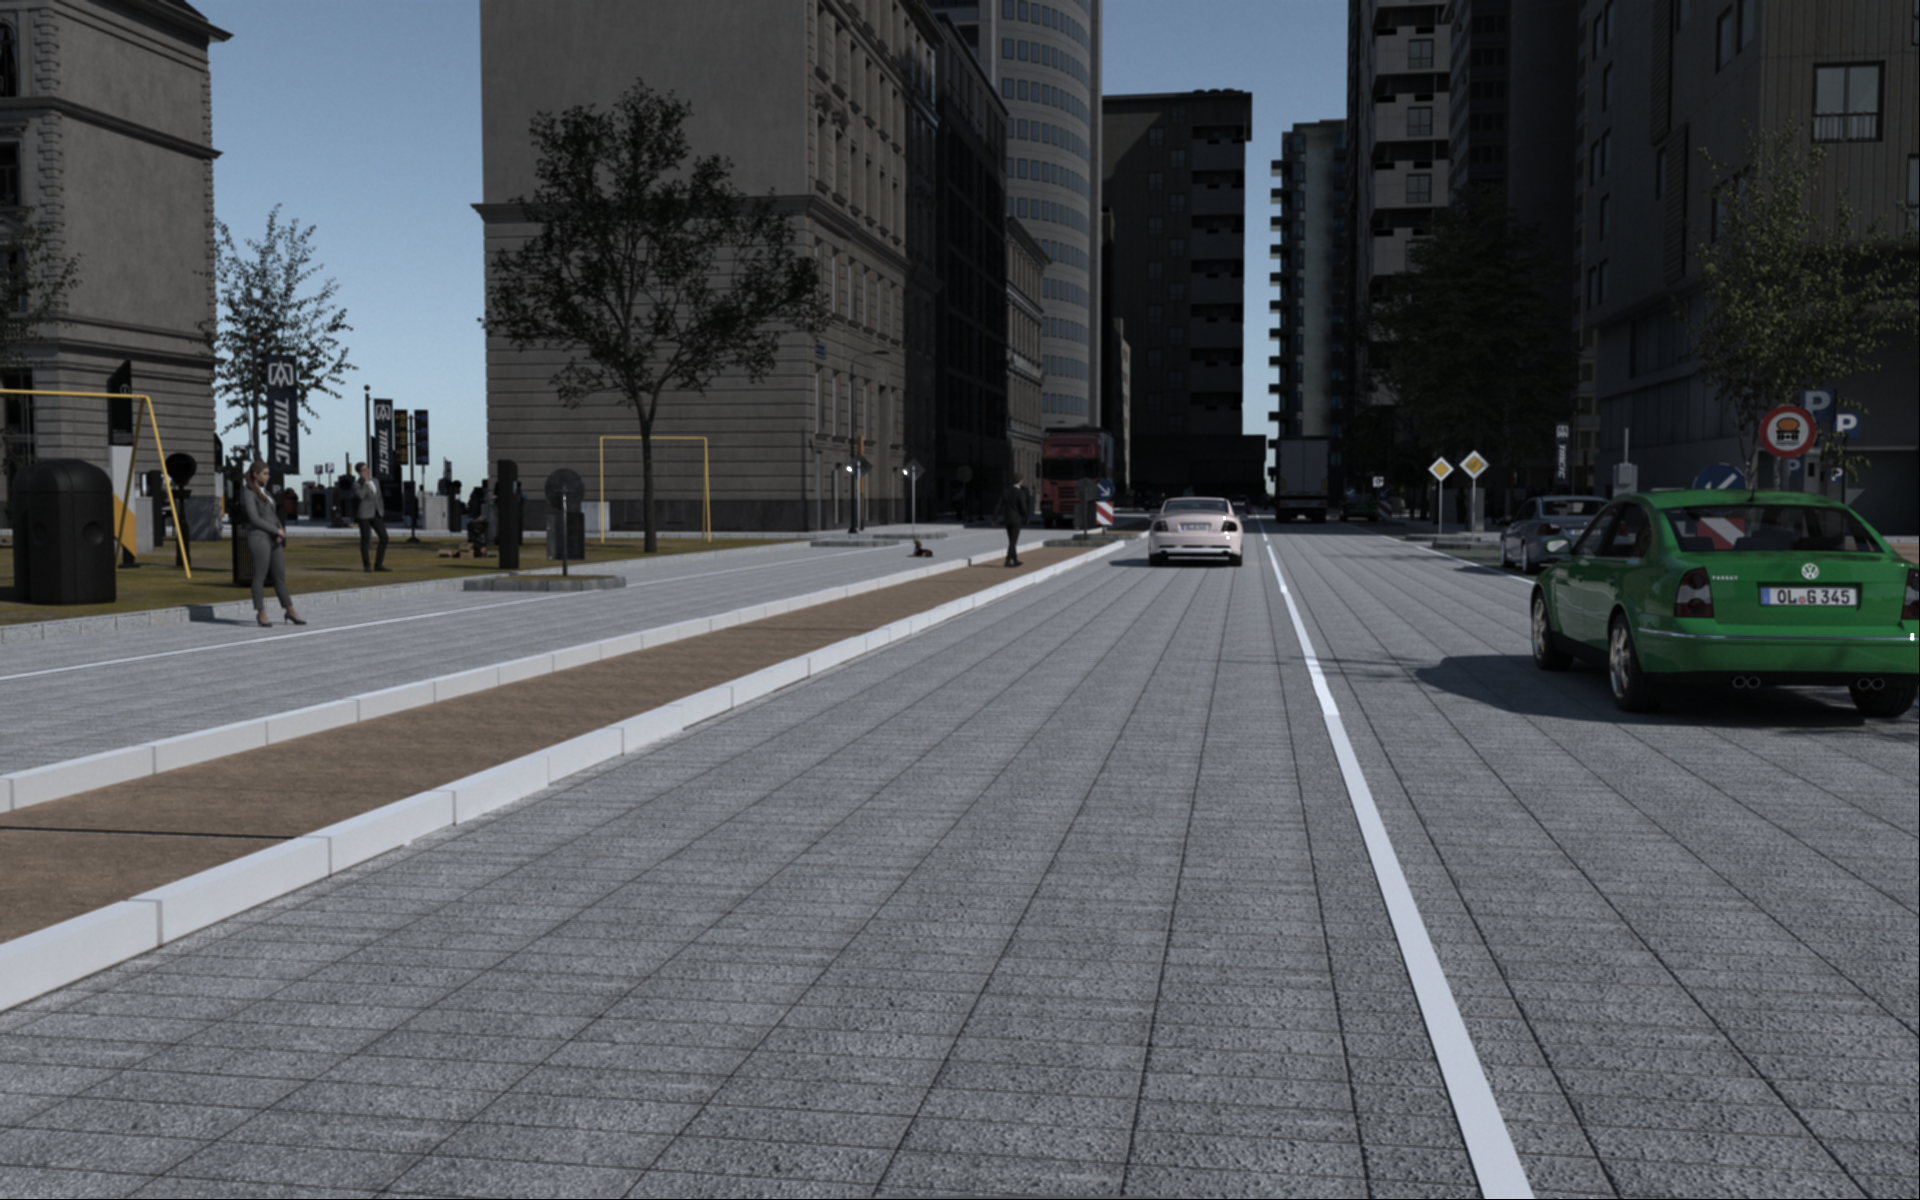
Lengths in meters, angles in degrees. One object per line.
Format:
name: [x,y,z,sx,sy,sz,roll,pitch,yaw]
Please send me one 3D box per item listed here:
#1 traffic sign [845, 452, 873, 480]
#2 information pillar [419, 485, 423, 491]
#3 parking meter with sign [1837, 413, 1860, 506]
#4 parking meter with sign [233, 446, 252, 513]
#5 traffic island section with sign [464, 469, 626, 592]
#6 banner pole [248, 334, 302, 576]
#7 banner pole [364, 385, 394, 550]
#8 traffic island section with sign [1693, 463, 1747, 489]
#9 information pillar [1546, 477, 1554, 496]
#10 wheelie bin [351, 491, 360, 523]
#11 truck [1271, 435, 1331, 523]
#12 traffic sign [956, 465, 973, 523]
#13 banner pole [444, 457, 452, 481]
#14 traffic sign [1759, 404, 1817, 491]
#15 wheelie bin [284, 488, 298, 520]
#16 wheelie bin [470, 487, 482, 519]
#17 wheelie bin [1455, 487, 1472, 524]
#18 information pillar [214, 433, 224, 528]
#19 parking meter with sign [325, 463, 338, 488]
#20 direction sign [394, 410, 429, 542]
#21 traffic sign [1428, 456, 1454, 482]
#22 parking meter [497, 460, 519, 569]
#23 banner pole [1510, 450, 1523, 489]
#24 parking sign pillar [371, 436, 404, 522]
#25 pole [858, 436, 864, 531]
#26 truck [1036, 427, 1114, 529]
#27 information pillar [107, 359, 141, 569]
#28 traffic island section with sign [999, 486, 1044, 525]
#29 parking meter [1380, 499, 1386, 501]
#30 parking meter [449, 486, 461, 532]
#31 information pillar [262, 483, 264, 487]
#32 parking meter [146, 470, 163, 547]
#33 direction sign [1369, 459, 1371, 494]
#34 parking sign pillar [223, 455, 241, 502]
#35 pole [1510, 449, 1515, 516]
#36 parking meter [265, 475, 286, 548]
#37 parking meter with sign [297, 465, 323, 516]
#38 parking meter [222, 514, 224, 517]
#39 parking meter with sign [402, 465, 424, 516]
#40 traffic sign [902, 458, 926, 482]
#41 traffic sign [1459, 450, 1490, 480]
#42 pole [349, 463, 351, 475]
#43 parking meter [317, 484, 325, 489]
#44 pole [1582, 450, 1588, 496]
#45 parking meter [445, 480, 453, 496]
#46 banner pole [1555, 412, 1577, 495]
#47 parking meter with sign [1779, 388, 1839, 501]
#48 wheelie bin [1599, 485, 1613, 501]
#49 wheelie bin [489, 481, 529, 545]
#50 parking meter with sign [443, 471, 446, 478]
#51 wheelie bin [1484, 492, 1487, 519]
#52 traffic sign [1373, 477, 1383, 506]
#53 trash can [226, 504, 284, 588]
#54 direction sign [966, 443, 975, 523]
traffic sign: [-2.836,-2.819,48.285,0.795,2.593,0.064,1,4,9]
information pillar: [-41.949,-7.981,134.987,0.304,2.012,0.304,0,4,-6]
parking meter with sign: [19.199,-2.556,38.052,0.543,3.016,1.738,1,4,13]
parking meter with sign: [-25.892,-4.091,63.147,0.543,3.016,1.738,0,4,-5]
traffic island section with sign: [-6.198,-1.084,26.344,1.989,1.847,2.006,1,4,9]
banner pole: [-10.850,-2.282,27.331,0.863,3.779,0.401,-2,4,-31]
banner pole: [-13.447,-3.058,40.018,0.401,3.779,0.863,3,5,43]
traffic island section with sign: [9.799,-0.884,23.073,1.989,1.847,2.006,1,4,9]
information pillar: [25.598,-4.325,75.201,0.304,2.012,0.304,1,4,14]
wheelie bin: [-26.600,-4.214,76.810,0.693,1.594,0.980,0,4,-3]
truck: [17.354,-6.083,88.377,2.839,4.237,11.283,1,4,9]
traffic sign: [0.185,-4.691,76.805,0.768,2.556,0.104,1,4,19]
banner pole: [-34.741,-7.791,117.401,0.863,3.779,0.401,2,4,29]
traffic sign: [11.771,-1.504,24.702,0.768,2.556,0.104,1,4,14]
wheelie bin: [-33.312,-4.781,86.077,0.693,1.594,0.980,-3,5,-41]
wheelie bin: [-21.441,-4.245,77.309,0.693,1.594,0.980,3,5,41]
wheelie bin: [21.832,-4.097,74.895,0.980,1.594,0.693,-1,4,-18]
information pillar: [-28.336,-4.579,66.227,0.183,3.616,0.504,0,4,5]
parking meter with sign: [-35.024,-6.225,98.035,1.738,3.016,0.543,2,4,24]
direction sign: [-14.740,-3.339,46.591,0.876,3.537,0.379,-1,4,-14]
traffic sign: [14.844,-3.133,53.421,0.795,2.593,0.064,1,4,9]
parking meter: [-7.727,-1.463,29.633,0.255,1.863,0.399,0,4,1]
banner pole: [31.948,-6.682,99.264,0.863,3.779,0.401,1,4,19]
parking sign pillar: [-26.351,-5.575,79.621,1.447,3.967,1.447,-2,4,-25]
pole: [-3.471,-4.080,60.550,0.158,3.312,0.155,0,3,0]
truck: [5.133,-5.269,75.065,2.839,4.237,11.283,0,4,8]
information pillar: [-14.434,-2.354,29.835,0.183,3.616,0.504,1,4,18]
traffic island section with sign: [2.932,-4.432,81.088,1.989,1.847,2.006,1,4,9]
parking meter: [29.334,-6.995,120.075,0.255,1.863,0.399,0,4,-6]
parking meter: [-16.905,-3.034,58.013,0.372,1.533,0.369,0,3,0]
information pillar: [-25.813,-3.669,64.485,0.304,2.012,0.304,1,4,8]
parking meter: [-19.689,-2.240,42.332,0.255,1.863,0.399,-3,5,-43]
direction sign: [26.283,-7.286,111.120,0.379,3.537,0.876,1,4,11]
parking sign pillar: [-53.075,-8.472,126.984,1.447,3.967,1.447,0,4,-6]
pole: [24.840,-5.141,77.906,0.158,3.312,0.155,0,3,0]
parking meter: [-16.361,-2.182,41.380,0.399,1.863,0.255,-2,4,-34]
parking meter with sign: [-39.108,-6.588,103.980,0.543,3.016,1.738,2,4,26]
parking meter: [-41.439,-5.581,96.965,0.399,1.863,0.255,3,5,41]
parking meter with sign: [-32.480,-6.470,102.050,1.738,3.016,0.543,-2,4,-26]
traffic sign: [-1.522,-3.301,56.162,0.795,2.593,0.064,1,4,9]
traffic sign: [13.530,-2.652,45.545,0.795,2.593,0.064,1,4,9]
pole: [-40.325,-7.380,114.510,0.158,3.312,0.155,0,3,0]
parking meter: [-37.446,-5.862,101.563,0.255,1.863,0.399,1,4,18]
pole: [28.885,-5.274,80.071,0.158,3.312,0.155,0,3,0]
parking meter: [-21.901,-4.195,74.299,0.255,1.863,0.399,-2,4,-35]
banner pole: [18.472,-3.838,52.761,0.863,3.779,0.401,-1,4,-14]
parking meter with sign: [13.651,-1.955,28.223,0.543,3.016,1.738,3,5,45]
wheelie bin: [22.233,-3.117,58.876,0.980,1.594,0.693,1,4,12]
wheelie bin: [-11.323,-2.182,43.587,0.980,1.594,0.693,-2,4,-31]
parking meter with sign: [-38.701,-8.267,131.428,0.543,3.016,1.738,0,4,-4]
wheelie bin: [27.049,-5.016,89.915,0.693,1.594,0.980,1,4,22]
traffic sign: [25.065,-6.224,103.885,0.606,2.300,0.079,1,4,10]
trash can: [-9.719,-0.749,23.904,0.748,1.137,0.748,0,3,0]
direction sign: [0.475,-5.239,77.654,0.379,3.537,0.876,0,4,5]
